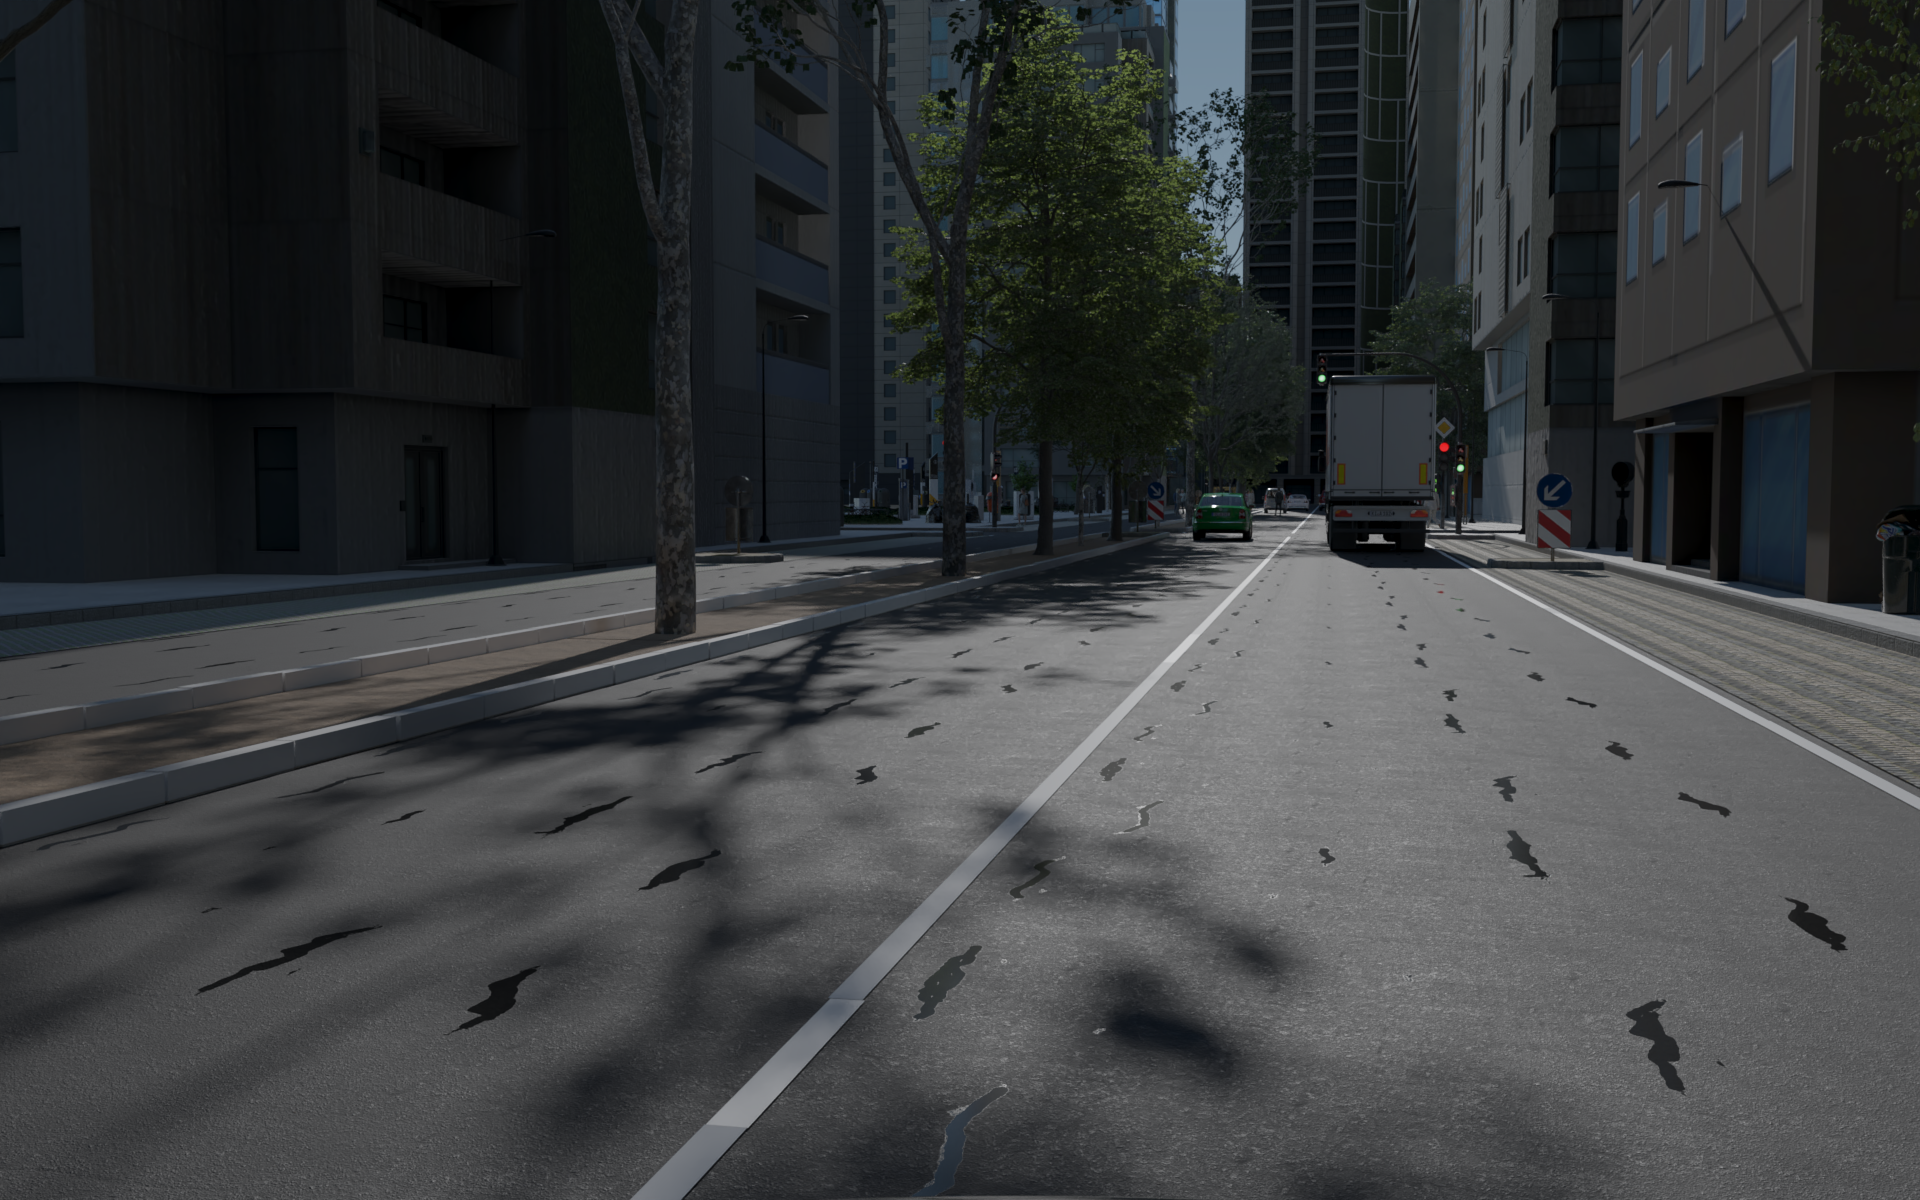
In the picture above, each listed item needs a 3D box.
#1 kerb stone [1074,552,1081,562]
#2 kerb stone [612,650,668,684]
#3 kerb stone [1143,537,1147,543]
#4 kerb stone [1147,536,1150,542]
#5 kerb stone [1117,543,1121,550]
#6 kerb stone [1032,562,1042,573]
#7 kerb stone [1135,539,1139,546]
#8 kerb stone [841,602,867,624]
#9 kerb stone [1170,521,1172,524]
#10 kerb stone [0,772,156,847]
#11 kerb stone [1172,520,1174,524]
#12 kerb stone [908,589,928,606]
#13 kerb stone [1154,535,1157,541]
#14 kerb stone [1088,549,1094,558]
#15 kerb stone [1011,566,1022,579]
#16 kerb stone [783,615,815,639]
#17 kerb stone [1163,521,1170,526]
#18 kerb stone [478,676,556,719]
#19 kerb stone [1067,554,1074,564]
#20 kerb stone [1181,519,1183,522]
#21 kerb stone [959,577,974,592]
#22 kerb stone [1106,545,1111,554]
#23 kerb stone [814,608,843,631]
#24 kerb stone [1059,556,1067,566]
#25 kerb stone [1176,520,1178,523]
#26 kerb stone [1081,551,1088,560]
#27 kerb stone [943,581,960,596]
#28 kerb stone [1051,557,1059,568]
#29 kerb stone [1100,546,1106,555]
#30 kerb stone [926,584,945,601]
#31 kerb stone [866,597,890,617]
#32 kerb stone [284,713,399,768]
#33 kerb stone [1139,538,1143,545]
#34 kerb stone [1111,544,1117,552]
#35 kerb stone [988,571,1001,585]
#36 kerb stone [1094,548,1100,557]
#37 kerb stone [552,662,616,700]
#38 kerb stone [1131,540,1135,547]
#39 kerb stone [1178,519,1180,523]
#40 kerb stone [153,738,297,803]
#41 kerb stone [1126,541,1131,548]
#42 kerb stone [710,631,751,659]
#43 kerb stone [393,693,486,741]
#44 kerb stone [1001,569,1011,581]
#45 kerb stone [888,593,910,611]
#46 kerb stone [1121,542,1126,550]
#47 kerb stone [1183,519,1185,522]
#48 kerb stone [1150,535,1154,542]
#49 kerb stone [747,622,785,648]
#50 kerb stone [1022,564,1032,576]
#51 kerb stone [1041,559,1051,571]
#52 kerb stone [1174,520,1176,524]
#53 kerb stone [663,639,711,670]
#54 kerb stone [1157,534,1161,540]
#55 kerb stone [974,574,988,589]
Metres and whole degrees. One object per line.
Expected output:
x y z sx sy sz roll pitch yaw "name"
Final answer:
2.375 -0.880 36.603 0.120 0.150 1.000 1 4 12 "kerb stone"
-2.548 0.530 13.530 0.120 0.150 1.000 1 4 12 "kerb stone"
5.164 -1.677 49.636 0.120 0.150 1.000 1 4 12 "kerb stone"
5.379 -1.735 50.639 0.120 0.150 1.000 1 4 12 "kerb stone"
3.881 -1.305 43.625 0.120 0.150 1.000 1 4 12 "kerb stone"
1.304 -0.564 31.590 0.120 0.150 1.000 1 4 12 "kerb stone"
4.740 -1.556 47.636 0.120 0.150 1.000 1 4 12 "kerb stone"
-1.264 0.162 19.547 0.120 0.150 1.000 1 4 12 "kerb stone"
9.658 -3.577 80.683 0.120 0.150 1.000 1 4 12 "kerb stone"
-3.836 0.902 7.523 0.120 0.150 1.000 1 4 12 "kerb stone"
9.870 -3.639 81.692 0.120 0.150 1.000 1 4 12 "kerb stone"
-0.625 -0.022 22.550 0.120 0.150 1.000 1 4 12 "kerb stone"
5.808 -1.858 52.637 0.120 0.150 1.000 1 4 12 "kerb stone"
2.806 -1.004 38.612 0.120 0.150 1.000 1 4 12 "kerb stone"
0.871 -0.447 29.583 0.120 0.150 1.000 1 4 12 "kerb stone"
-1.695 0.284 17.544 0.120 0.150 1.000 1 4 12 "kerb stone"
9.446 -3.516 79.678 0.120 0.150 1.000 1 4 12 "kerb stone"
-2.980 0.652 11.528 0.120 0.150 1.000 1 4 12 "kerb stone"
2.163 -0.820 35.599 0.120 0.150 1.000 1 4 12 "kerb stone"
10.944 -3.945 86.698 0.120 0.150 1.000 1 4 12 "kerb stone"
0.016 -0.205 25.552 0.120 0.150 1.000 1 4 12 "kerb stone"
3.457 -1.188 41.625 0.120 0.150 1.000 1 4 12 "kerb stone"
-1.477 0.223 18.547 0.120 0.150 1.000 1 4 12 "kerb stone"
1.955 -0.757 34.595 0.120 0.150 1.000 1 4 12 "kerb stone"
10.302 -3.761 83.691 0.120 0.150 1.000 1 4 12 "kerb stone"
2.594 -0.943 37.610 0.120 0.150 1.000 1 4 12 "kerb stone"
-0.202 -0.144 24.553 0.120 0.150 1.000 1 4 12 "kerb stone"
1.736 -0.696 33.595 0.120 0.150 1.000 1 4 12 "kerb stone"
3.244 -1.127 40.614 0.120 0.150 1.000 1 4 12 "kerb stone"
-0.411 -0.080 23.549 0.120 0.150 1.000 1 4 12 "kerb stone"
-1.046 0.101 20.549 0.120 0.150 1.000 1 4 12 "kerb stone"
-3.417 0.775 9.523 0.120 0.150 1.000 1 4 12 "kerb stone"
4.958 -1.617 48.635 0.120 0.150 1.000 1 4 12 "kerb stone"
3.671 -1.249 42.624 0.120 0.150 1.000 1 4 12 "kerb stone"
0.452 -0.329 27.570 0.120 0.150 1.000 1 4 12 "kerb stone"
3.025 -1.064 39.611 0.120 0.150 1.000 1 4 12 "kerb stone"
-2.768 0.593 12.532 0.120 0.150 1.000 1 4 12 "kerb stone"
4.525 -1.494 46.637 0.120 0.150 1.000 1 4 12 "kerb stone"
10.516 -3.823 84.694 0.120 0.150 1.000 1 4 12 "kerb stone"
-3.622 0.837 8.522 0.120 0.150 1.000 1 4 12 "kerb stone"
4.312 -1.430 45.632 0.120 0.150 1.000 1 4 12 "kerb stone"
-2.121 0.412 15.530 0.120 0.150 1.000 1 4 12 "kerb stone"
-3.191 0.714 10.528 0.120 0.150 1.000 1 4 12 "kerb stone"
0.655 -0.391 28.584 0.120 0.150 1.000 1 4 12 "kerb stone"
-0.836 0.041 21.549 0.120 0.150 1.000 1 4 12 "kerb stone"
4.094 -1.369 44.630 0.120 0.150 1.000 1 4 12 "kerb stone"
11.168 -4.001 87.703 0.120 0.150 1.000 1 4 12 "kerb stone"
5.591 -1.801 51.638 0.120 0.150 1.000 1 4 12 "kerb stone"
-1.909 0.350 16.545 0.120 0.150 1.000 1 4 12 "kerb stone"
1.090 -0.512 30.587 0.120 0.150 1.000 1 4 12 "kerb stone"
1.520 -0.635 32.595 0.120 0.150 1.000 1 4 12 "kerb stone"
10.093 -3.700 82.690 0.120 0.150 1.000 1 4 12 "kerb stone"
-2.340 0.469 14.530 0.120 0.150 1.000 1 4 12 "kerb stone"
6.023 -1.923 53.636 0.120 0.150 1.000 1 4 12 "kerb stone"
0.229 -0.267 26.564 0.120 0.150 1.000 1 4 12 "kerb stone"
